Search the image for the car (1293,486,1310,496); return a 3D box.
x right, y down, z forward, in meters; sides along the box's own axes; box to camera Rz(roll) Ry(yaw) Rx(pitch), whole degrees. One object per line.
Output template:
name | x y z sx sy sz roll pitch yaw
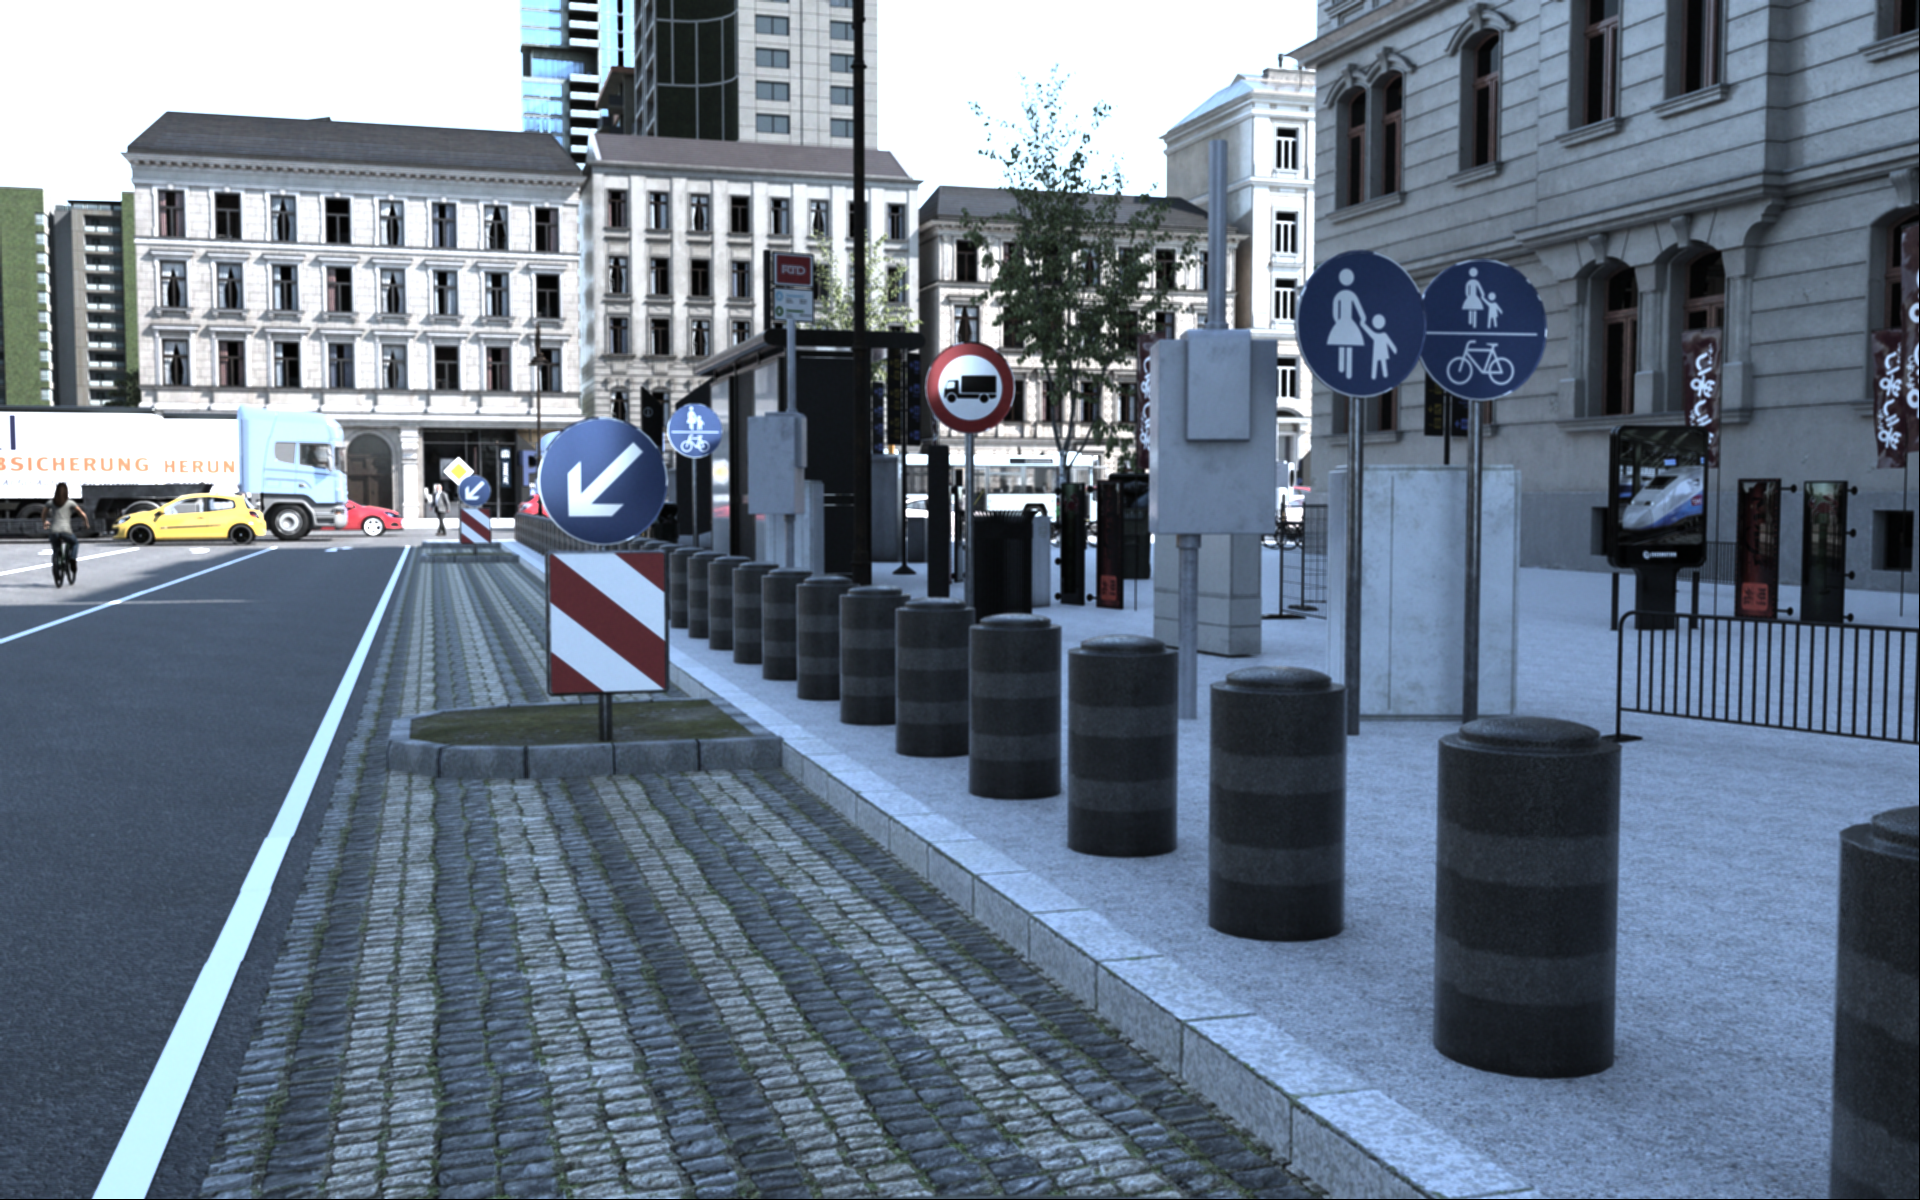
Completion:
car | 13.988 -4.282 78.682 5.304 1.827 2.281 -1 4 -15

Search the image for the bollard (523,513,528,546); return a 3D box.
bollard | -10.358 -1.677 42.132 0.404 0.777 0.398 0 3 0

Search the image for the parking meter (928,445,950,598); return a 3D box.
parking meter | -0.258 -0.933 20.960 0.255 1.863 0.399 0 4 1

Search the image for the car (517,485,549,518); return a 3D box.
car | -14.814 -3.531 66.768 4.494 1.783 2.155 -1 4 -18

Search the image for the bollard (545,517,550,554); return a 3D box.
bollard | -7.890 -1.183 34.060 0.404 0.777 0.398 0 3 0

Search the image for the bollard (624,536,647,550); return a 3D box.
bollard | -3.654 -0.334 20.175 0.404 0.777 0.398 0 3 0

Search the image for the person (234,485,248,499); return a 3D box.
person | -24.293 -3.027 58.409 0.576 1.772 0.534 -3 5 -41

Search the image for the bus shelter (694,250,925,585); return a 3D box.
bus shelter | -2.708 -2.977 26.298 2.179 5.291 8.768 -1 4 -17

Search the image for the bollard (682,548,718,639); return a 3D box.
bollard | -2.238 -0.050 15.534 0.404 0.777 0.398 0 3 0

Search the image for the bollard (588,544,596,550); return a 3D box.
bollard | -5.066 -0.616 24.794 0.404 0.777 0.398 0 3 0

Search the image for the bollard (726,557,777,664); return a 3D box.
bollard | -1.531 0.091 13.223 0.404 0.777 0.398 0 3 0

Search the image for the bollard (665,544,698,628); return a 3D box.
bollard | -2.593 -0.121 16.694 0.404 0.777 0.398 0 3 0

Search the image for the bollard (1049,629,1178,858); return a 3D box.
bollard | 0.589 0.516 6.284 0.404 0.777 0.398 0 3 0

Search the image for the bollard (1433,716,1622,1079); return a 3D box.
bollard | 1.299 0.657 3.974 0.404 0.777 0.398 0 3 0

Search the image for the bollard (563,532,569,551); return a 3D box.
bollard | -6.477 -0.900 29.429 0.404 0.777 0.398 0 3 0

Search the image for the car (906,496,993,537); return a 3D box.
car | -0.781 -2.526 53.663 4.827 1.381 2.083 -1 4 -17

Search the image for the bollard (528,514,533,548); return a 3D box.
bollard | -9.656 -1.536 39.830 0.404 0.777 0.398 0 3 0

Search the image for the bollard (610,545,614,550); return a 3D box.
bollard | -4.353 -0.475 22.480 0.404 0.777 0.398 0 3 0

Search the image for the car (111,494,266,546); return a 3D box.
car | -21.776 -2.369 48.958 3.980 1.641 2.015 -1 4 -18

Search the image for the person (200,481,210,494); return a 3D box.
person | -24.457 -2.923 56.203 0.656 1.842 0.836 1 4 20

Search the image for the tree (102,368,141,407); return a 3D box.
tree | -80.462 -16.003 169.077 7.806 13.903 7.818 0 3 0

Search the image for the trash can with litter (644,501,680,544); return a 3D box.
trash can with litter | -4.653 -0.914 26.332 0.624 1.170 1.055 -2 4 -27

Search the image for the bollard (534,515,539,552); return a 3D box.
bollard | -8.952 -1.395 37.524 0.404 0.777 0.398 0 3 0

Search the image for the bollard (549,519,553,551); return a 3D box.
bollard | -7.541 -1.113 32.907 0.404 0.777 0.398 0 3 0

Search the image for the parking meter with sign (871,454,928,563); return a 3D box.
parking meter with sign | -1.428 -2.226 32.661 1.738 3.016 0.543 1 4 18

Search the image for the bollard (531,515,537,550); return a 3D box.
bollard | -9.304 -1.466 38.681 0.404 0.777 0.398 0 3 0

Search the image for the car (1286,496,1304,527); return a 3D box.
car | 12.879 -3.370 67.458 4.827 1.381 2.083 -1 4 -18

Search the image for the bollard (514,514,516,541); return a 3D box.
bollard | -11.769 -1.959 46.747 0.404 0.777 0.398 0 3 0

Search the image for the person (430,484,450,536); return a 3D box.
person | -17.901 -3.095 59.506 0.661 1.777 0.834 1 4 14

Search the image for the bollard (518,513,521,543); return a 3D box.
bollard | -11.062 -1.818 44.441 0.404 0.777 0.398 0 3 0

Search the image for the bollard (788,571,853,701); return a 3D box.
bollard | -0.829 0.232 10.920 0.404 0.777 0.398 0 3 0

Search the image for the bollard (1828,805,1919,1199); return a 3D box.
bollard | 1.646 0.727 2.823 0.404 0.777 0.398 0 3 0

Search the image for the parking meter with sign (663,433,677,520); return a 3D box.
parking meter with sign | -7.792 -3.198 48.548 1.738 3.016 0.543 2 4 26

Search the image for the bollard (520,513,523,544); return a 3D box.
bollard | -10.713 -1.748 43.291 0.404 0.777 0.398 0 3 0

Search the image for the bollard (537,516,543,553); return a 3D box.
bollard | -8.600 -1.324 36.368 0.404 0.777 0.398 0 3 0

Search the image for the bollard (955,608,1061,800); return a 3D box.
bollard | 0.237 0.445 7.440 0.404 0.777 0.398 0 3 0

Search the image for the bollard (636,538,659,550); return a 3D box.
bollard | -3.299 -0.262 19.008 0.404 0.777 0.398 0 3 0

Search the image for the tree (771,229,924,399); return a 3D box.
tree | -3.023 -5.918 47.123 4.737 8.622 4.395 0 3 0

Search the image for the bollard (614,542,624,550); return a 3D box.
bollard | -4.002 -0.404 21.326 0.404 0.777 0.398 0 3 0

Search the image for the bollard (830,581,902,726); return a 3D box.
bollard | -0.478 0.303 9.770 0.404 0.777 0.398 0 3 0

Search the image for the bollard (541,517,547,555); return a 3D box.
bollard | -8.245 -1.253 35.208 0.404 0.777 0.398 0 3 0

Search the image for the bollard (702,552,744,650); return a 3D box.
bollard | -1.886 0.020 14.385 0.404 0.777 0.398 0 3 0

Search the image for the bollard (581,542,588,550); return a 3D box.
bollard | -5.417 -0.688 25.958 0.404 0.777 0.398 0 3 0

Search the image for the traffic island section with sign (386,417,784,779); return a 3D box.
traffic island section with sign | -2.153 -0.062 9.636 1.989 1.847 2.006 -1 4 -17

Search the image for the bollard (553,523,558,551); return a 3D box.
bollard | -7.188 -1.042 31.751 0.404 0.777 0.398 0 3 0

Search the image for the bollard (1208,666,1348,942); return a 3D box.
bollard | 0.940 0.586 5.134 0.404 0.777 0.398 0 3 0

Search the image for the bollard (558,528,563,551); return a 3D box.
bollard | -6.836 -0.971 30.594 0.404 0.777 0.398 0 3 0

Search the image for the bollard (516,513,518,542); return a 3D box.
bollard | -11.410 -1.888 45.592 0.404 0.777 0.398 0 3 0

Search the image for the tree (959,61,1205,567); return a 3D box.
tree | 1.883 -4.866 29.925 4.737 8.622 4.395 0 3 0

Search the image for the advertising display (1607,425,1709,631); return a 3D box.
advertising display | 6.582 -0.681 16.346 0.974 1.923 0.123 -1 4 -12

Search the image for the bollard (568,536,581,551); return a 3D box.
bollard | -6.125 -0.829 28.265 0.404 0.777 0.398 0 3 0

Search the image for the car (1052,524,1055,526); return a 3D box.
car | 5.543 -4.026 74.495 5.304 1.827 2.281 -1 4 -16

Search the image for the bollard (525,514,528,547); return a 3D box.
bollard | -10.005 -1.606 40.983 0.404 0.777 0.398 0 3 0

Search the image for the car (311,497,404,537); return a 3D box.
car | -21.238 -3.041 58.766 4.494 1.783 2.155 -1 4 -15

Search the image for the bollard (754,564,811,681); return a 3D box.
bollard | -1.180 0.162 12.073 0.404 0.777 0.398 0 3 0

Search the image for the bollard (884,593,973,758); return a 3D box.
bollard | -0.121 0.374 8.604 0.404 0.777 0.398 0 3 0

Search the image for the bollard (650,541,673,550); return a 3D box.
bollard | -2.941 -0.191 17.844 0.404 0.777 0.398 0 3 0
